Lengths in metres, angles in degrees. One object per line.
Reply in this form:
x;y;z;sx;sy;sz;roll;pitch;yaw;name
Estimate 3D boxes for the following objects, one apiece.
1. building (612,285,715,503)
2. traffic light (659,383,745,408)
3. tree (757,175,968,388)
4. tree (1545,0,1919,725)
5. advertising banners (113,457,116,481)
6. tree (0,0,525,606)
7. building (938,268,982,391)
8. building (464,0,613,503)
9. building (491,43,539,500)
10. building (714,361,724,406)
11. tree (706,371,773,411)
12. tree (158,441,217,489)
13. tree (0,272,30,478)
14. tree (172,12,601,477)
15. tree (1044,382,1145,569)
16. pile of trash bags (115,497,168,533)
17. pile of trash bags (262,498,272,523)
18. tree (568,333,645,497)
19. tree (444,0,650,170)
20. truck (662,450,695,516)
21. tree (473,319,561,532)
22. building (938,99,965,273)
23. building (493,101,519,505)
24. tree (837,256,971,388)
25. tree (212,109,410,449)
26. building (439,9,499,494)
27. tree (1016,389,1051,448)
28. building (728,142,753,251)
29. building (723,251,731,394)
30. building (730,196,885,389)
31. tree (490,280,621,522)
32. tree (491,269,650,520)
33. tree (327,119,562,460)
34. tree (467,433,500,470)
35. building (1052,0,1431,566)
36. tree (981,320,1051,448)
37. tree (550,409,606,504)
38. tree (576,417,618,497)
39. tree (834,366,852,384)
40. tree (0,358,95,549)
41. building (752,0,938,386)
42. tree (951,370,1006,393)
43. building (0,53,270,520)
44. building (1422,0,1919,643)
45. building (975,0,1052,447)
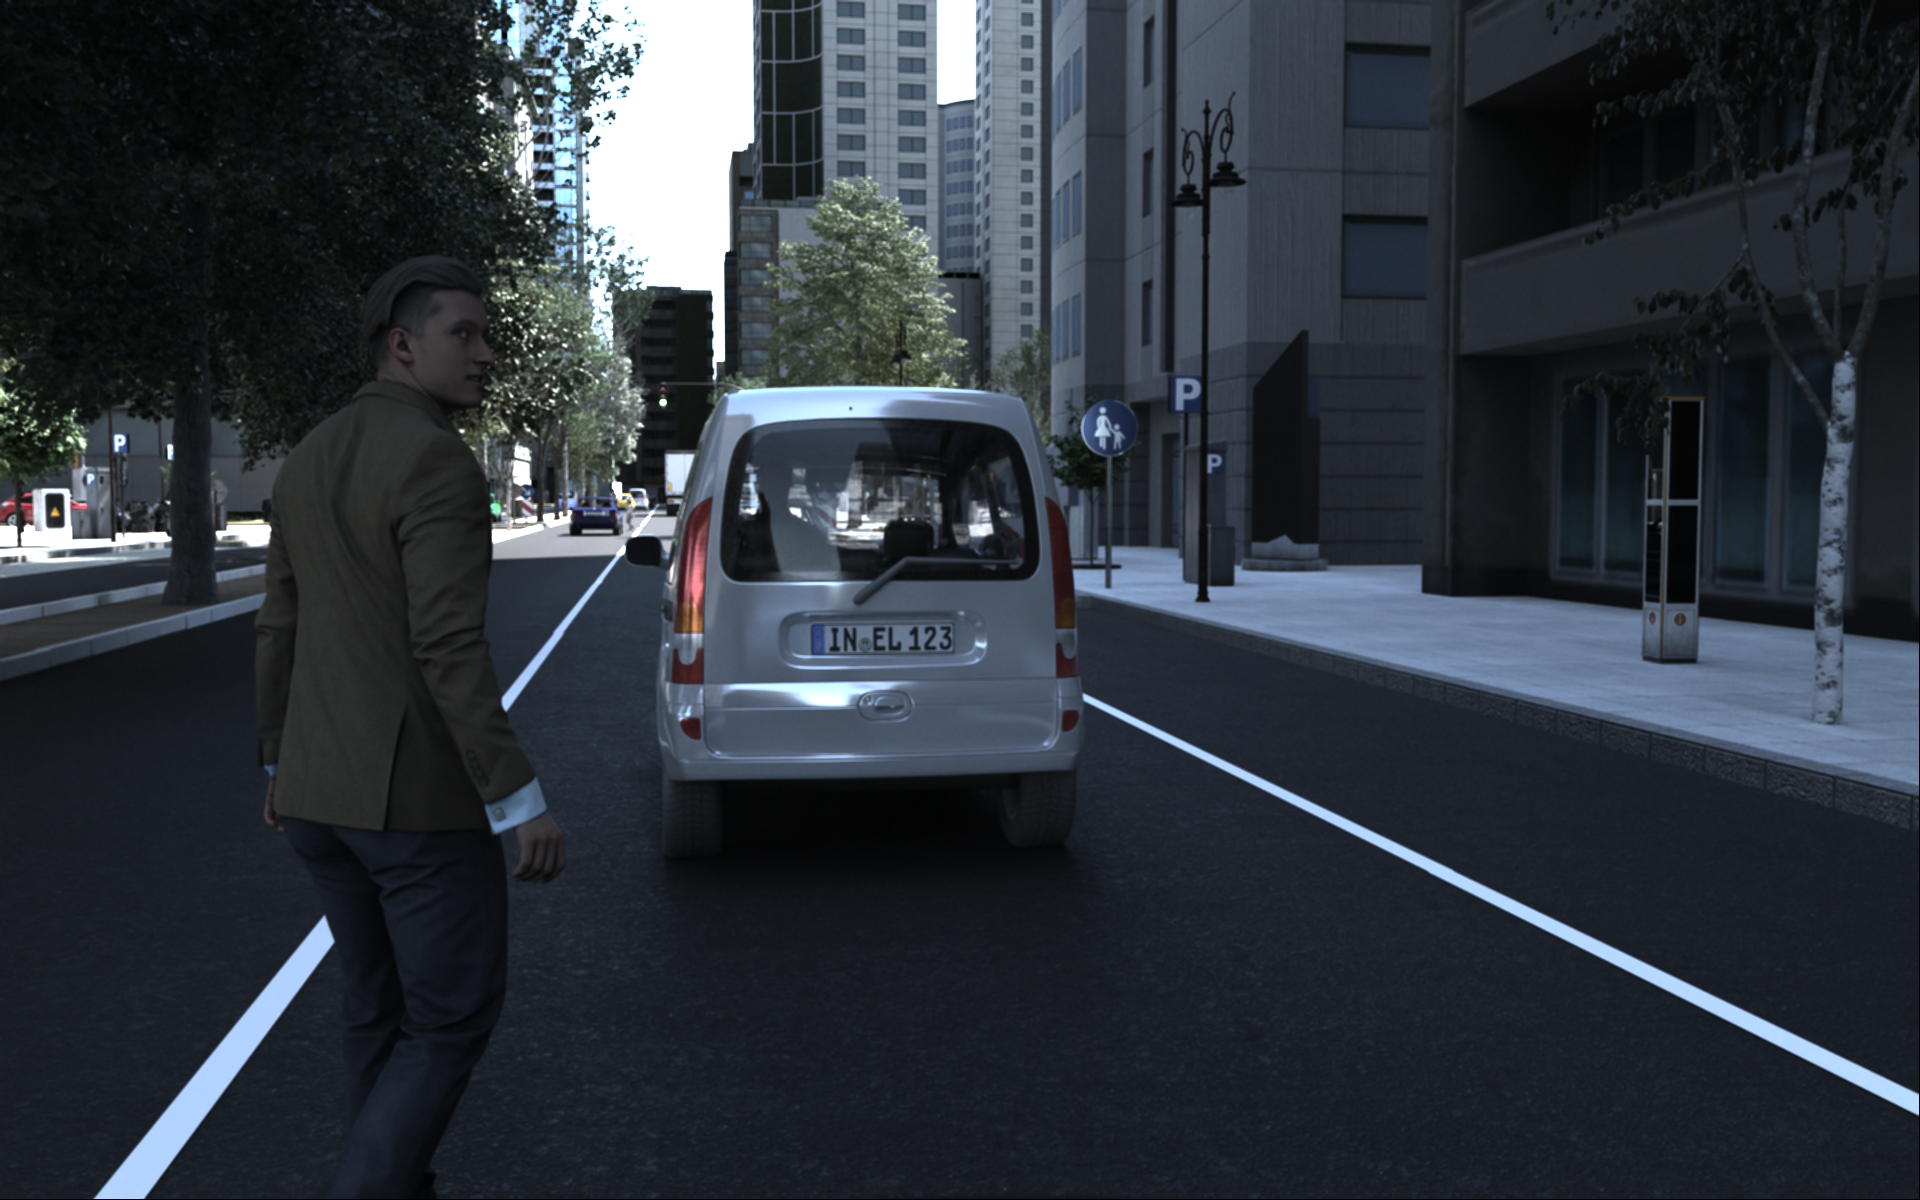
-41.566;-28.829;243.050;14.107;30.474;14.160;-1;4;-10;building
-9.914;-5.897;71.089;4.771;5.953;1.251;-1;4;-10;traffic light
-3.452;-8.816;62.273;7.486;12.596;7.792;0;3;0;tree
4.982;-3.626;9.649;4.360;8.622;3.978;0;3;0;tree
-40.278;-5.223;81.584;2.074;3.025;0.090;2;4;35;advertising banners
-9.993;-6.912;22.126;9.857;13.997;8.962;0;3;0;tree
-5.215;-27.735;225.168;14.107;30.474;14.160;-1;4;-10;building
-64.876;-56.830;241.846;31.000;86.520;22.319;-1;4;-10;building
-65.171;-37.805;207.347;27.495;52.752;28.713;-1;4;-10;building
-21.212;-25.027;254.226;28.899;21.520;27.650;-1;4;-10;building
-17.505;-13.450;145.670;9.928;11.665;9.643;0;3;0;tree
-24.705;-3.700;55.099;1.663;3.219;1.824;0;3;0;tree
-21.058;-5.270;36.535;4.737;8.622;4.395;0;3;0;tree
-12.890;-7.243;37.891;9.611;12.733;9.660;0;3;0;tree
2.268;-2.171;30.105;1.663;3.219;1.824;0;3;0;tree
-26.889;-2.941;57.846;1.912;1.369;3.447;1;4;18;pile of trash bags
-30.833;-4.239;79.058;1.912;1.369;3.447;-1;4;-20;pile of trash bags
-29.424;-13.941;137.053;9.857;13.997;8.962;0;3;0;tree
-16.980;-12.134;56.732;12.611;20.169;13.585;0;3;0;tree
-18.635;-7.825;116.851;2.839;4.237;11.283;-1;4;-10;truck
-17.170;-6.907;65.743;4.360;8.622;3.978;0;3;0;tree
8.854;-43.557;254.150;28.212;58.520;21.231;-1;4;-10;building
-58.512;-34.145;177.873;23.786;49.044;30.456;-1;4;-10;building
-1.912;-6.294;53.267;4.737;8.622;4.395;0;3;0;tree
-11.274;-4.694;29.560;4.737;8.622;4.395;0;3;0;tree
-49.793;-30.972;156.496;14.600;45.320;14.200;-1;4;-10;building
4.614;-10.078;115.141;4.360;8.622;3.978;0;3;0;tree
-22.304;-34.942;221.414;14.600;45.320;14.200;-1;4;-10;building
-21.287;-26.666;207.685;14.160;30.474;14.107;-1;4;-10;building
-15.107;-24.516;172.536;14.160;30.474;14.107;-1;4;-10;building
-19.995;-9.441;82.573;9.928;11.665;9.643;0;3;0;tree
-21.920;-11.075;93.905;12.009;13.543;11.850;0;3;0;tree
-14.639;-7.692;46.355;7.486;12.596;7.792;0;3;0;tree
-39.902;-11.778;142.940;4.737;8.622;4.395;0;3;0;tree
13.063;-30.736;44.530;21.231;58.520;28.212;-1;4;-10;building
3.703;-9.693;92.887;7.601;10.594;8.767;1;4;17;tree
-26.051;-10.068;117.430;4.737;8.622;4.395;0;3;0;tree
-30.506;-11.713;144.330;4.360;8.622;3.978;0;3;0;tree
-5.690;-8.729;93.077;4.360;8.622;3.978;0;3;0;tree
-22.599;-3.529;41.418;4.285;4.588;4.351;0;3;0;tree
-14.062;-45.952;189.568;20.563;71.187;20.611;-1;4;-10;building
0.295;-9.390;103.892;4.360;8.622;3.978;0;3;0;tree
-46.122;-30.987;95.876;28.713;52.752;27.495;-1;4;-10;building
18.233;-23.773;12.395;21.300;48.544;21.600;-1;4;-10;building
12.276;-48.095;224.598;20.611;71.187;20.563;-1;4;-10;building
